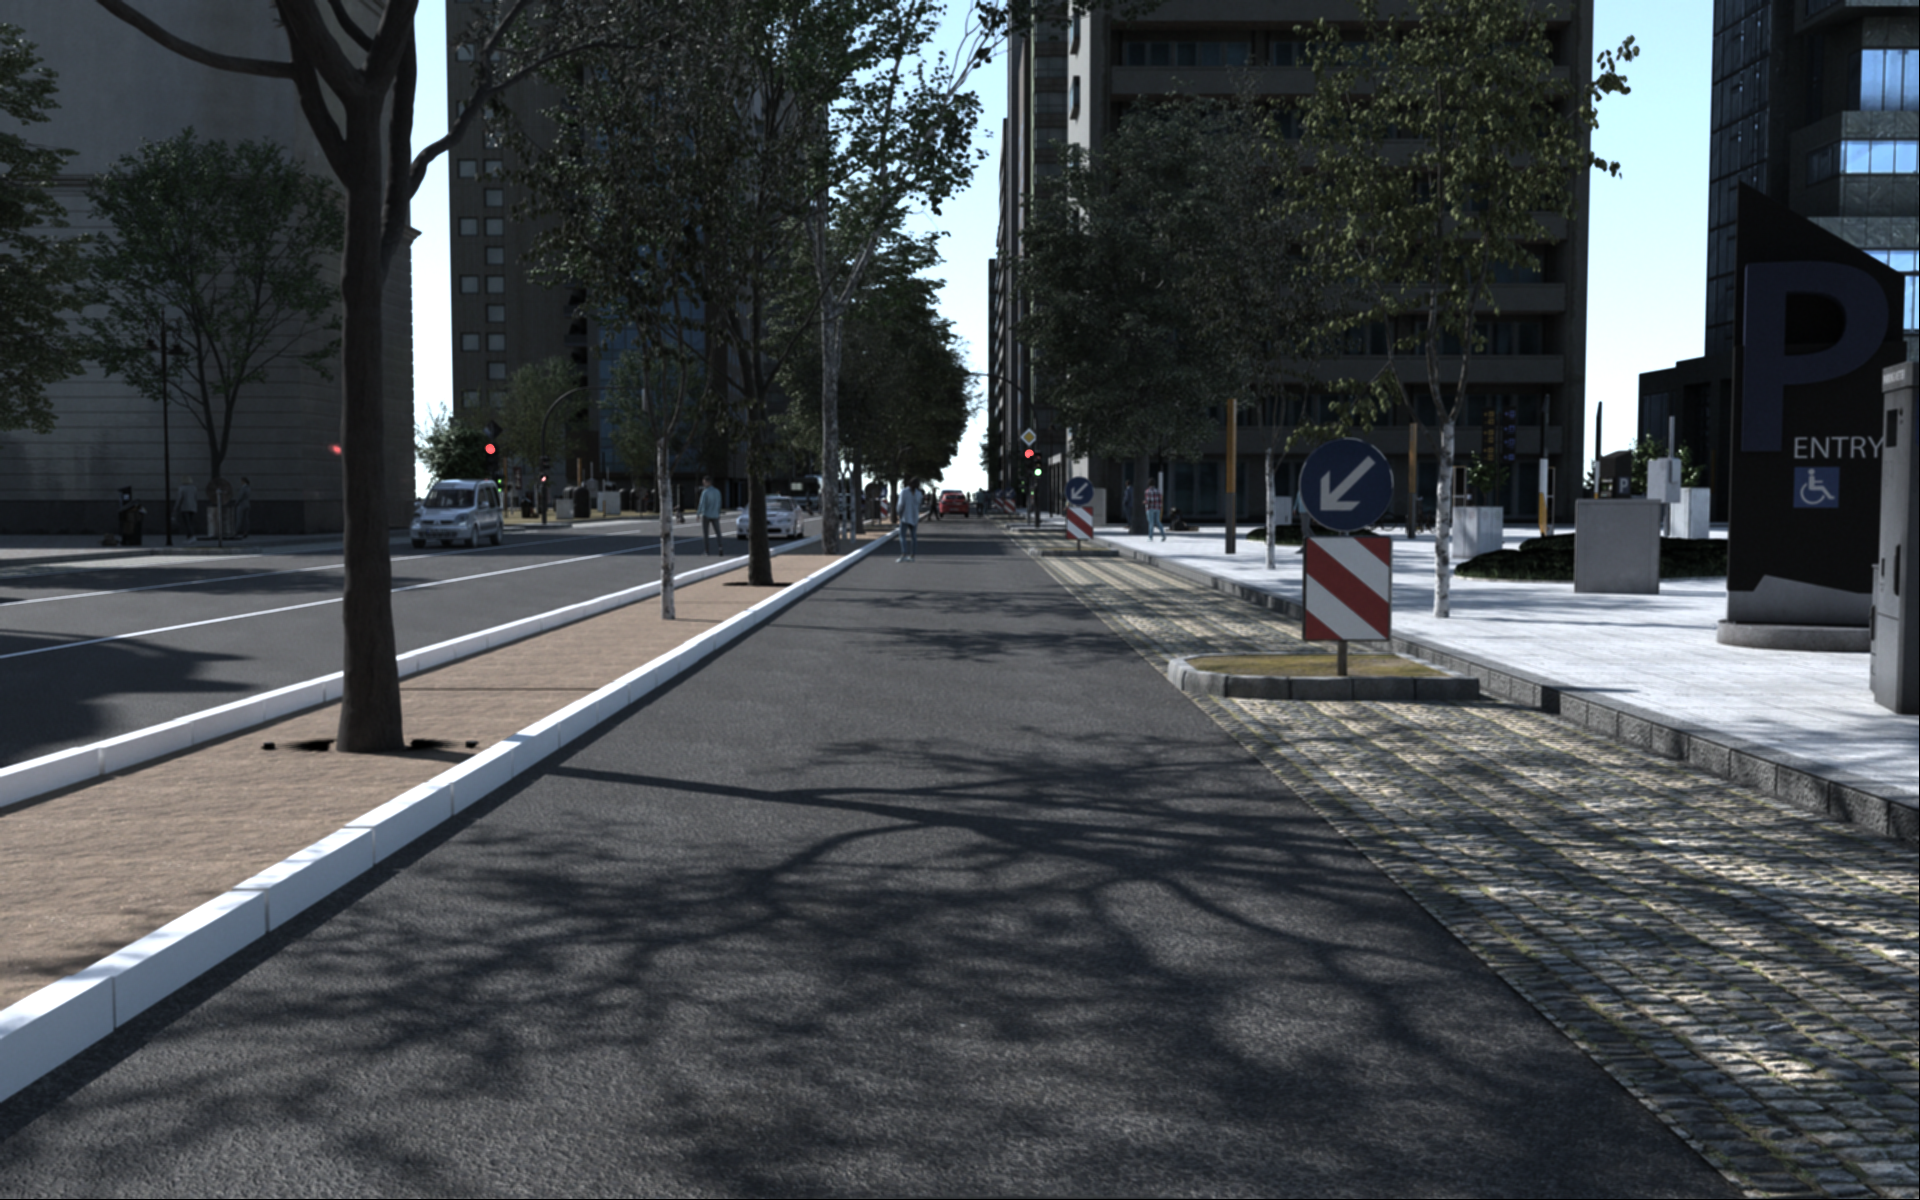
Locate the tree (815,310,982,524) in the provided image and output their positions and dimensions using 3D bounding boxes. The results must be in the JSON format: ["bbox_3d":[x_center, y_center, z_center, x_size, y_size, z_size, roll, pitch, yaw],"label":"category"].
[{"bbox_3d":[-3.186,-8.912,82.580,8.767,10.594,7.601,0,3,0],"label":"tree"}]

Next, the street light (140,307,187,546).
[{"bbox_3d":[-19.687,-4.290,42.936,0.468,5.910,1.993,0,3,0],"label":"street light"}]

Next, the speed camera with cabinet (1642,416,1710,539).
[{"bbox_3d":[18.543,-3.078,44.659,2.038,3.252,0.660,-3,4,-36],"label":"speed camera with cabinet"}]

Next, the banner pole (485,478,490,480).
[{"bbox_3d":[-39.195,-9.401,143.716,0.863,3.779,0.401,2,4,27],"label":"banner pole"}]

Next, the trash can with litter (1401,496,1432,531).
[{"bbox_3d":[16.632,-3.116,62.004,1.678,1.210,2.233,2,4,34],"label":"trash can with litter"}]

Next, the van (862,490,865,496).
[{"bbox_3d":[-14.177,-14.453,240.695,2.240,2.365,5.245,0,4,-1],"label":"van"}]

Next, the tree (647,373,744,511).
[{"bbox_3d":[-20.142,-12.059,131.573,8.767,10.594,7.601,0,4,8],"label":"tree"}]

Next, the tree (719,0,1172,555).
[{"bbox_3d":[-1.812,-11.061,39.189,12.611,20.169,13.585,0,3,0],"label":"tree"}]

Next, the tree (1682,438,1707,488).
[{"bbox_3d":[25.293,-4.031,60.504,1.663,3.219,1.824,0,3,0],"label":"tree"}]

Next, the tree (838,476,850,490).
[{"bbox_3d":[-20.697,-19.847,308.214,4.285,4.588,4.351,0,3,0],"label":"tree"}]

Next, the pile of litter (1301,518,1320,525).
[{"bbox_3d":[13.281,-3.127,65.096,1.176,0.858,1.719,1,4,18],"label":"pile of litter"}]

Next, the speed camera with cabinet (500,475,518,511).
[{"bbox_3d":[-34.929,-8.484,133.051,2.038,3.252,0.660,2,4,29],"label":"speed camera with cabinet"}]

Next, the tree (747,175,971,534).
[{"bbox_3d":[-3.520,-8.572,60.738,7.486,12.596,7.792,0,3,0],"label":"tree"}]

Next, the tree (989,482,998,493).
[{"bbox_3d":[4.885,-15.470,247.535,1.663,3.219,1.824,0,3,0],"label":"tree"}]

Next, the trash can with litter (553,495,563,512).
[{"bbox_3d":[-31.666,-7.710,137.442,0.624,1.170,1.055,-1,4,-21],"label":"trash can with litter"}]

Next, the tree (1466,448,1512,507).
[{"bbox_3d":[19.404,-4.213,63.484,1.663,3.219,1.824,0,3,0],"label":"tree"}]

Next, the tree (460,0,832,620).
[{"bbox_3d":[-3.308,-4.061,19.212,4.360,8.622,3.978,0,3,0],"label":"tree"}]

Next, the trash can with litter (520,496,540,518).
[{"bbox_3d":[-22.661,-4.892,91.377,1.055,1.170,0.624,1,4,15],"label":"trash can with litter"}]

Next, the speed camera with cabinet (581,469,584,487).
[{"bbox_3d":[-30.060,-8.673,136.136,2.038,3.252,0.660,-3,5,-43],"label":"speed camera with cabinet"}]

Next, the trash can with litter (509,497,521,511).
[{"bbox_3d":[-35.127,-7.600,135.311,2.233,1.210,1.678,0,4,2],"label":"trash can with litter"}]

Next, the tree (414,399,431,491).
[{"bbox_3d":[-39.427,-10.993,130.095,4.737,8.622,4.395,0,3,0],"label":"tree"}]

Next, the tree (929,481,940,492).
[{"bbox_3d":[-3.260,-11.393,139.102,4.360,8.622,3.978,0,3,0],"label":"tree"}]

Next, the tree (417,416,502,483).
[{"bbox_3d":[-20.884,-5.425,72.414,4.285,4.588,4.351,0,3,0],"label":"tree"}]

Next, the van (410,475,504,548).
[{"bbox_3d":[-13.728,-2.467,47.341,2.013,2.044,4.112,0,4,-1],"label":"van"}]

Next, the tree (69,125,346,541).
[{"bbox_3d":[-20.683,-7.490,48.209,9.928,11.665,9.643,0,3,0],"label":"tree"}]

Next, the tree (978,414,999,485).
[{"bbox_3d":[5.882,-19.740,240.877,7.486,12.596,7.792,0,3,0],"label":"tree"}]

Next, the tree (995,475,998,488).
[{"bbox_3d":[6.383,-15.258,233.185,4.285,4.588,4.351,0,3,0],"label":"tree"}]

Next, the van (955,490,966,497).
[{"bbox_3d":[-0.403,-10.489,178.506,2.013,2.044,4.112,0,4,0],"label":"van"}]

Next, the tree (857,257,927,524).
[{"bbox_3d":[-3.066,-5.909,49.437,4.360,8.622,3.978,0,3,0],"label":"tree"}]

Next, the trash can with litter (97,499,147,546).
[{"bbox_3d":[-20.733,-1.924,42.837,1.055,1.170,0.624,-3,5,-43],"label":"trash can with litter"}]

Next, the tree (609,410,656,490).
[{"bbox_3d":[-27.349,-11.989,146.378,4.737,8.622,4.395,0,3,0],"label":"tree"}]

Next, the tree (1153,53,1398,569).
[{"bbox_3d":[5.298,-4.823,29.224,4.360,8.622,3.978,0,3,0],"label":"tree"}]

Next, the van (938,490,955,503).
[{"bbox_3d":[-1.111,-9.573,163.534,2.013,2.044,4.112,0,4,-1],"label":"van"}]

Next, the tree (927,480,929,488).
[{"bbox_3d":[-3.507,-7.493,75.327,4.360,8.622,3.978,0,3,0],"label":"tree"}]

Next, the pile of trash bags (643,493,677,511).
[{"bbox_3d":[-22.366,-7.224,127.863,3.447,1.369,1.912,3,5,40],"label":"pile of trash bags"}]

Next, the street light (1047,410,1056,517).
[{"bbox_3d":[5.009,-7.473,94.977,0.468,5.910,1.993,0,3,0],"label":"street light"}]

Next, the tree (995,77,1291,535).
[{"bbox_3d":[5.701,-9.058,54.754,9.857,13.997,8.962,0,3,0],"label":"tree"}]

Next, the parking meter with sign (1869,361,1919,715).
[{"bbox_3d":[5.771,-0.855,10.240,0.543,3.016,1.738,1,4,17],"label":"parking meter with sign"}]

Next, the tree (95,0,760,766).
[{"bbox_3d":[-3.332,-5.909,9.437,12.009,13.543,11.850,0,3,0],"label":"tree"}]

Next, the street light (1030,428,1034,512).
[{"bbox_3d":[5.028,-9.096,121.511,0.468,5.910,1.993,0,3,0],"label":"street light"}]

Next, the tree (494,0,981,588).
[{"bbox_3d":[-3.222,-6.027,26.747,9.928,11.665,9.643,0,3,0],"label":"tree"}]

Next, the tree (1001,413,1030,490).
[{"bbox_3d":[5.962,-12.330,151.959,4.360,8.622,3.978,0,3,0],"label":"tree"}]

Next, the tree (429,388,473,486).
[{"bbox_3d":[-31.533,-10.027,114.311,4.737,8.622,4.395,0,3,0],"label":"tree"}]

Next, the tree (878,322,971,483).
[{"bbox_3d":[-3.491,-13.617,131.745,9.857,13.997,8.962,0,3,0],"label":"tree"}]

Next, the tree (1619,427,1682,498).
[{"bbox_3d":[19.931,-3.418,50.484,1.663,3.219,1.824,0,3,0],"label":"tree"}]

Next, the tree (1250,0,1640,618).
[{"bbox_3d":[5.032,-4.137,17.996,4.737,8.622,4.395,0,3,0],"label":"tree"}]

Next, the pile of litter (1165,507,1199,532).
[{"bbox_3d":[7.694,-2.810,59.905,1.176,0.858,1.719,0,4,4],"label":"pile of litter"}]

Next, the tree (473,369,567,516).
[{"bbox_3d":[-24.812,-9.204,100.844,4.737,8.622,4.395,0,3,0],"label":"tree"}]

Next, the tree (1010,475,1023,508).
[{"bbox_3d":[5.341,-9.882,156.170,1.663,3.219,1.824,0,3,0],"label":"tree"}]

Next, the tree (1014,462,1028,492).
[{"bbox_3d":[6.147,-9.731,142.811,4.285,4.588,4.351,0,3,0],"label":"tree"}]

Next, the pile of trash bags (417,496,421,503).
[{"bbox_3d":[-43.337,-8.100,142.188,3.447,1.369,1.912,3,5,40],"label":"pile of trash bags"}]

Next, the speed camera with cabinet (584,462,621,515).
[{"bbox_3d":[-22.010,-6.889,106.972,2.038,3.252,0.660,-1,4,-11],"label":"speed camera with cabinet"}]

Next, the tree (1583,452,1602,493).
[{"bbox_3d":[28.711,-5.100,77.979,1.663,3.219,1.824,0,3,0],"label":"tree"}]

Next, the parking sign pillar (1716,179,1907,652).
[{"bbox_3d":[7.233,-1.600,14.638,1.447,3.967,1.447,1,4,22],"label":"parking sign pillar"}]

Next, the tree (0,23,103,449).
[{"bbox_3d":[-21.034,-7.044,33.295,7.486,12.596,7.792,0,3,0],"label":"tree"}]
